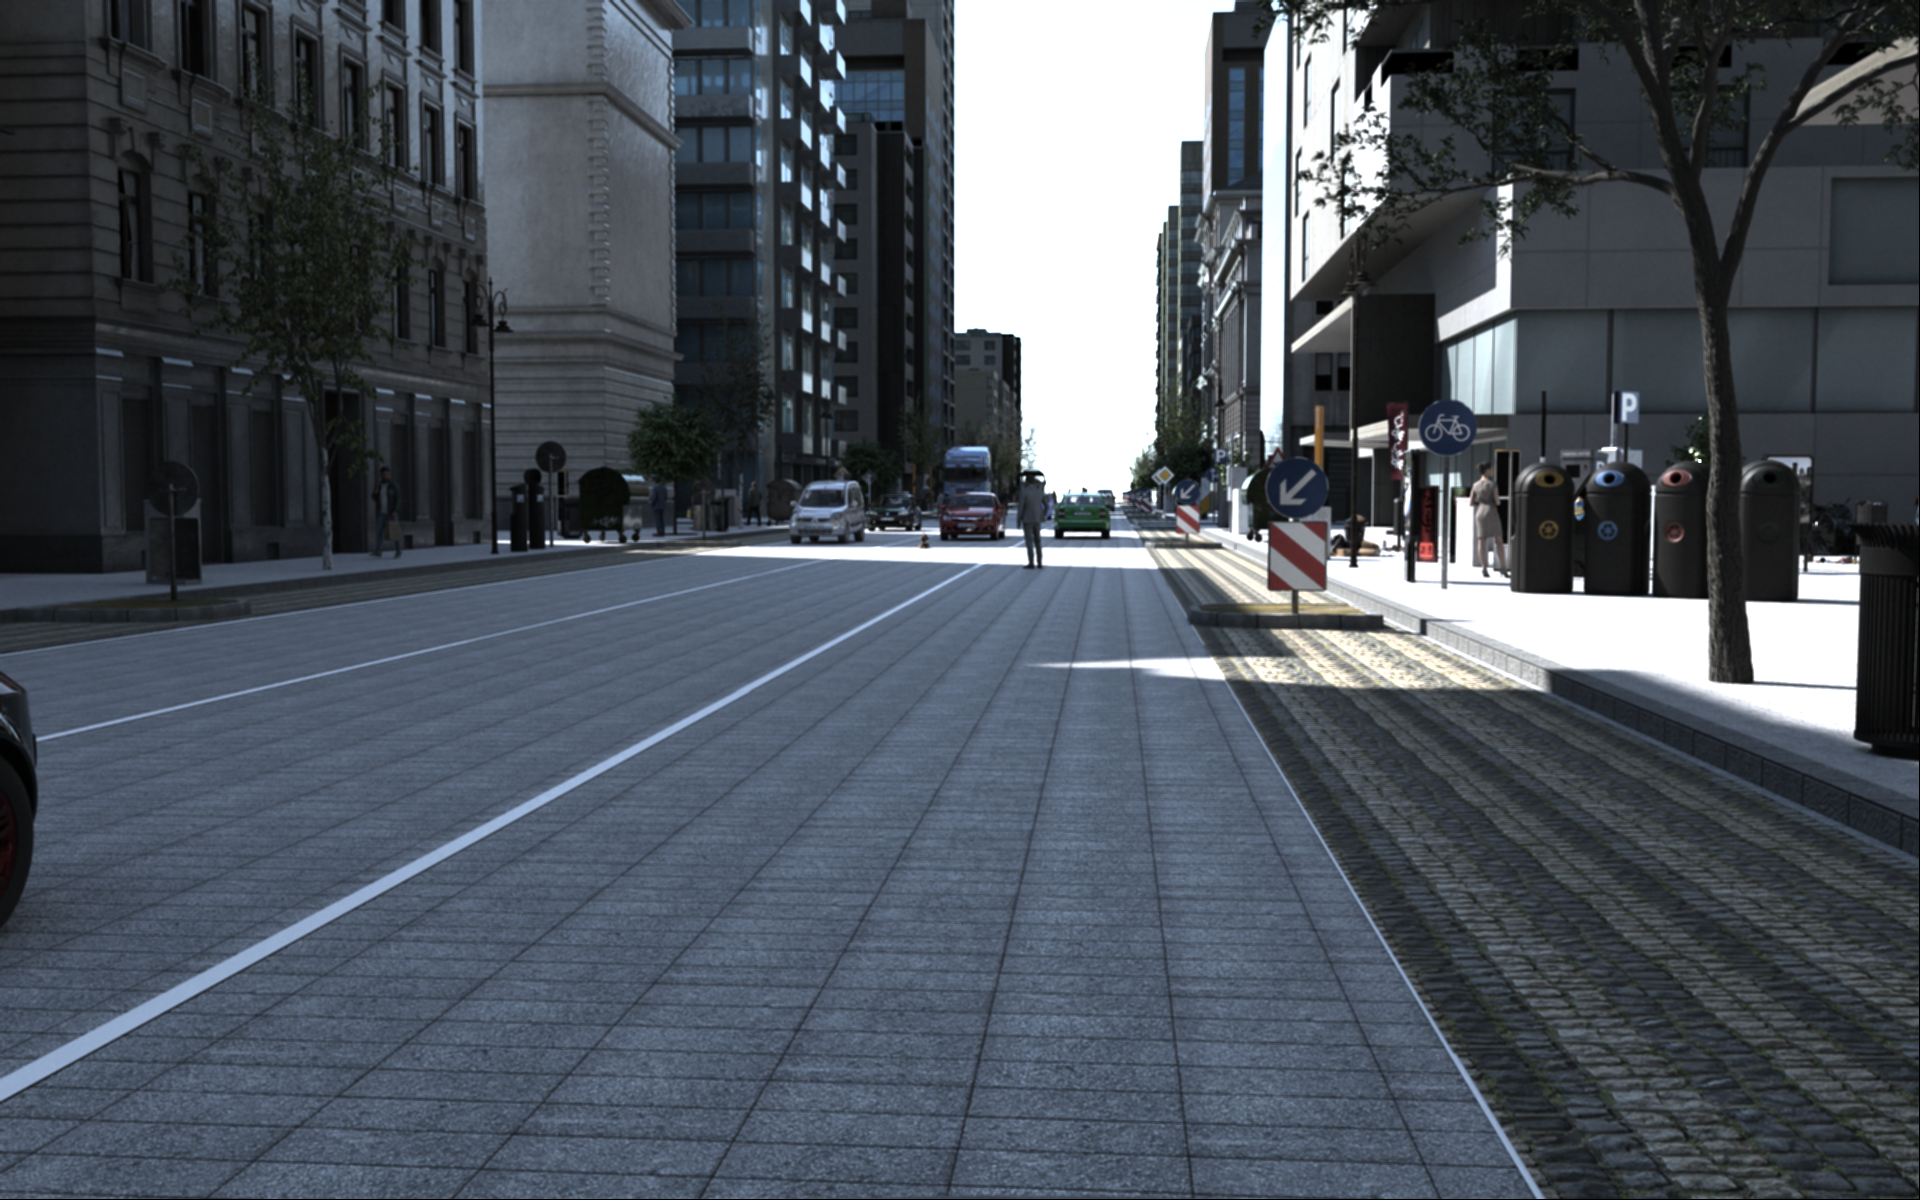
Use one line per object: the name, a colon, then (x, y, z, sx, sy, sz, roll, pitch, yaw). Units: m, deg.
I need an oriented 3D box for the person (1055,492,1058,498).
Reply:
person: (12.619, -13.350, 227.588, 0.721, 1.723, 1.217, 2, 4, 25)

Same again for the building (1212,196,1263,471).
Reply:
building: (24.346, -16.837, 117.088, 13.314, 21.916, 24.055, 0, 4, 5)

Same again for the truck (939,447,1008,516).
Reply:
truck: (1.078, -7.019, 104.515, 2.967, 4.110, 18.799, 0, 4, 5)

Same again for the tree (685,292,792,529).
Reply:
tree: (-8.141, -6.941, 63.840, 4.360, 8.622, 3.978, 0, 3, 0)

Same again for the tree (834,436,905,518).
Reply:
tree: (-5.315, -6.828, 95.348, 4.285, 4.588, 4.351, 0, 3, 0)

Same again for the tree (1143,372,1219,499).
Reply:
tree: (13.470, -9.404, 104.125, 4.737, 8.622, 4.395, 0, 3, 0)

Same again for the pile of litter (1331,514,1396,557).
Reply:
pile of litter: (8.179, -1.334, 35.783, 1.719, 0.858, 1.176, 2, 4, 32)

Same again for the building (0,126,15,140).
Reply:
building: (-22.818, -10.907, 11.614, 16.112, 22.955, 30.059, 0, 4, 5)

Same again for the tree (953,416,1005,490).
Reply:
tree: (1.365, -13.048, 163.690, 4.360, 8.622, 3.978, 0, 3, 0)

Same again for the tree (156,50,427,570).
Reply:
tree: (-10.804, -4.803, 28.896, 4.737, 8.622, 4.395, 0, 3, 0)

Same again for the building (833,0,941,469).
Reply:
building: (-9.307, -31.315, 162.118, 14.600, 45.320, 14.200, 0, 4, 5)

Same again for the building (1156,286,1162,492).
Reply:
building: (37.245, -35.268, 260.230, 14.154, 41.232, 14.086, 0, 4, 5)

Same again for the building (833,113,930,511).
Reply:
building: (-10.024, -22.207, 134.784, 14.160, 30.474, 14.107, 0, 4, 5)

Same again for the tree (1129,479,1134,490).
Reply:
tree: (16.700, -9.456, 138.311, 4.285, 4.588, 4.351, 0, 3, 0)

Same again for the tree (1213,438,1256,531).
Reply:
tree: (9.500, -3.997, 59.947, 1.663, 3.219, 1.824, 0, 3, 0)

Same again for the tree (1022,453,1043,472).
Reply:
tree: (12.091, -21.074, 294.929, 4.360, 8.622, 3.978, 0, 3, 0)

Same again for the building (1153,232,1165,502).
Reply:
building: (42.801, -38.340, 281.486, 22.147, 44.769, 28.867, 0, 4, 5)

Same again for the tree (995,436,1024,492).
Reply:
tree: (5.777, -16.119, 213.913, 4.737, 8.622, 4.395, 0, 3, 0)

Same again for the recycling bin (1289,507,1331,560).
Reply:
recycling bin: (6.895, -1.321, 34.146, 0.722, 1.027, 0.722, 0, 4, 2)

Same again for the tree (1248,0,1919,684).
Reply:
tree: (5.358, -4.737, 11.861, 8.767, 10.594, 7.601, 1, 4, 11)

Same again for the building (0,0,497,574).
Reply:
building: (-17.663, -11.457, 36.481, 9.793, 20.994, 18.267, 0, 4, 5)

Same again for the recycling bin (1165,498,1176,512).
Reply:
recycling bin: (14.874, -6.708, 122.237, 0.722, 1.027, 0.722, -1, 4, -18)

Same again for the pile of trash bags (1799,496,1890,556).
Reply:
pile of trash bags: (19.029, -1.640, 36.561, 3.447, 1.369, 1.912, 0, 4, 3)

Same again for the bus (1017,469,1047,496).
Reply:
bus: (7.348, -11.220, 174.988, 2.896, 3.916, 12.252, 0, 4, 3)

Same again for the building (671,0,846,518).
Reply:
building: (-19.172, -29.668, 104.676, 23.786, 49.044, 30.456, 0, 4, 5)

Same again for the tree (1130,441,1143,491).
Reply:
tree: (25.923, -17.588, 237.919, 4.737, 8.622, 4.395, 0, 3, 0)

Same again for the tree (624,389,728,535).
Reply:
tree: (-8.983, -4.331, 54.529, 4.285, 4.588, 4.351, 0, 3, 0)

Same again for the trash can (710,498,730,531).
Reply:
trash can: (-8.328, -2.955, 59.968, 0.748, 1.137, 0.748, 0, 3, 0)

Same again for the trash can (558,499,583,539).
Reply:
trash can: (-11.147, -2.327, 49.696, 0.748, 1.137, 0.748, 0, 3, 0)

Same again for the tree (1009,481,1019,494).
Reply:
tree: (7.567, -15.511, 248.197, 1.663, 3.219, 1.824, 0, 3, 0)

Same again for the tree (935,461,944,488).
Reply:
tree: (-0.980, -10.120, 149.175, 4.285, 4.588, 4.351, 0, 3, 0)

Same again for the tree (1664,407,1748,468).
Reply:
tree: (16.433, -2.648, 37.900, 1.663, 3.219, 1.824, 0, 3, 0)

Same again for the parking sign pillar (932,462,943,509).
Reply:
parking sign pillar: (-2.118, -9.604, 145.504, 1.447, 3.967, 1.447, 0, 4, 7)

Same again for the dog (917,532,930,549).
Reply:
dog: (-1.020, -1.571, 45.884, 0.550, 0.427, 0.748, 3, 4, 37)

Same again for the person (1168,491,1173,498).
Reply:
person: (23.458, -11.372, 192.676, 1.217, 1.736, 0.721, 1, 4, 18)

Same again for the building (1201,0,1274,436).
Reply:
building: (29.539, -31.118, 158.884, 14.600, 45.320, 14.200, 0, 4, 5)

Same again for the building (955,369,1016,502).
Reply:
building: (-5.306, -26.951, 285.683, 27.650, 21.520, 28.899, 0, 4, 5)

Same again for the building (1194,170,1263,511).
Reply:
building: (26.424, -21.600, 140.555, 14.401, 28.519, 23.554, 0, 4, 5)

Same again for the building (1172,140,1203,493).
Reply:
building: (32.511, -31.744, 202.614, 14.154, 41.232, 14.086, 0, 4, 5)

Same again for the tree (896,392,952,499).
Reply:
tree: (-2.799, -10.628, 124.136, 4.737, 8.622, 4.395, 0, 3, 0)

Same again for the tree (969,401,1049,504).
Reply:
tree: (6.263, -19.371, 227.079, 12.009, 13.543, 11.850, 0, 3, 0)

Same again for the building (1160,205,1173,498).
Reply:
building: (36.273, -34.409, 246.174, 14.154, 41.232, 14.086, 0, 4, 5)

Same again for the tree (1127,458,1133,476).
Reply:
tree: (26.406, -18.331, 250.074, 4.360, 8.622, 3.978, 0, 3, 0)

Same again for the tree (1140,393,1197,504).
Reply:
tree: (15.123, -10.630, 124.160, 4.360, 8.622, 3.978, 0, 3, 0)

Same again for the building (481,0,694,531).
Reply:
building: (-21.034, -14.445, 65.055, 19.941, 23.489, 11.050, 0, 4, 5)

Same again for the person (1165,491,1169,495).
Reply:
person: (21.844, -10.841, 184.009, 1.217, 1.743, 0.721, 0, 4, -7)

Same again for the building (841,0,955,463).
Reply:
building: (-8.970, -46.760, 202.778, 20.563, 71.187, 20.611, 0, 4, 5)

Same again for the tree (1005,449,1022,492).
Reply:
tree: (4.188, -15.349, 201.324, 4.360, 8.622, 3.978, 0, 3, 0)

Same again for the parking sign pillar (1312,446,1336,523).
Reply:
parking sign pillar: (16.294, -5.497, 78.352, 1.447, 3.967, 1.447, 0, 4, -4)

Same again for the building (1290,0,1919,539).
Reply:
building: (24.850, -28.251, 51.149, 28.713, 52.752, 27.495, 0, 4, 5)

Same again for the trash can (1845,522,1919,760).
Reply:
trash can: (4.755, 0.192, 8.518, 0.748, 1.137, 0.748, 0, 3, 0)

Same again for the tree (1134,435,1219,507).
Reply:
tree: (12.879, -6.918, 96.830, 4.285, 4.588, 4.351, 0, 3, 0)

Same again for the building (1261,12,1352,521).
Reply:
building: (25.498, -16.363, 85.563, 19.932, 24.808, 12.078, 0, 4, 5)

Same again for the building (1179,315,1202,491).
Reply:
building: (37.326, -20.519, 180.521, 27.650, 21.520, 28.899, 0, 4, 5)

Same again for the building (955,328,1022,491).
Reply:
building: (3.574, -32.710, 306.502, 14.160, 30.474, 14.107, 0, 4, 5)

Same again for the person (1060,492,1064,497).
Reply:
person: (15.215, -14.973, 254.031, 1.217, 1.735, 0.721, 1, 4, 19)

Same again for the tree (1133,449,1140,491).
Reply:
tree: (24.522, -16.494, 220.043, 4.360, 8.622, 3.978, 0, 3, 0)
